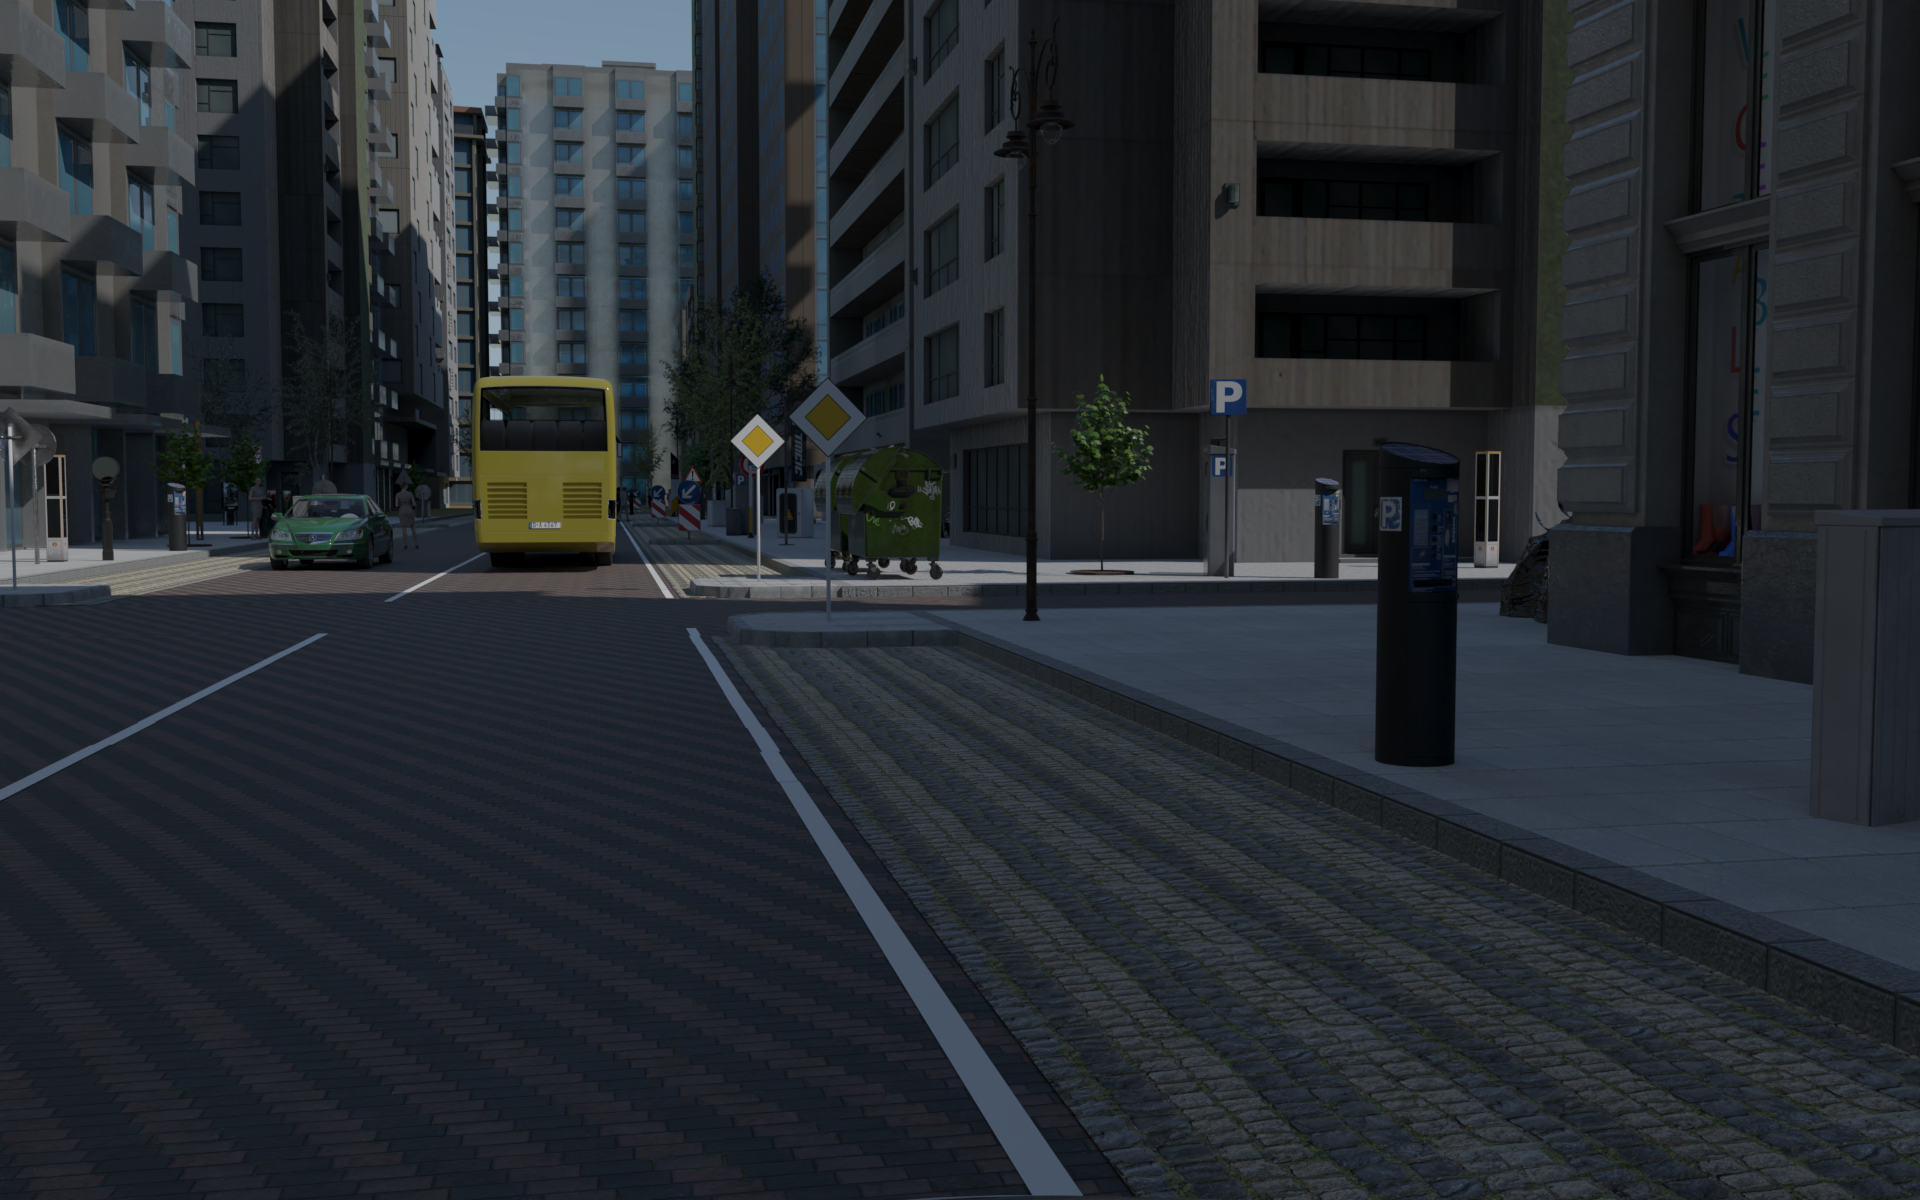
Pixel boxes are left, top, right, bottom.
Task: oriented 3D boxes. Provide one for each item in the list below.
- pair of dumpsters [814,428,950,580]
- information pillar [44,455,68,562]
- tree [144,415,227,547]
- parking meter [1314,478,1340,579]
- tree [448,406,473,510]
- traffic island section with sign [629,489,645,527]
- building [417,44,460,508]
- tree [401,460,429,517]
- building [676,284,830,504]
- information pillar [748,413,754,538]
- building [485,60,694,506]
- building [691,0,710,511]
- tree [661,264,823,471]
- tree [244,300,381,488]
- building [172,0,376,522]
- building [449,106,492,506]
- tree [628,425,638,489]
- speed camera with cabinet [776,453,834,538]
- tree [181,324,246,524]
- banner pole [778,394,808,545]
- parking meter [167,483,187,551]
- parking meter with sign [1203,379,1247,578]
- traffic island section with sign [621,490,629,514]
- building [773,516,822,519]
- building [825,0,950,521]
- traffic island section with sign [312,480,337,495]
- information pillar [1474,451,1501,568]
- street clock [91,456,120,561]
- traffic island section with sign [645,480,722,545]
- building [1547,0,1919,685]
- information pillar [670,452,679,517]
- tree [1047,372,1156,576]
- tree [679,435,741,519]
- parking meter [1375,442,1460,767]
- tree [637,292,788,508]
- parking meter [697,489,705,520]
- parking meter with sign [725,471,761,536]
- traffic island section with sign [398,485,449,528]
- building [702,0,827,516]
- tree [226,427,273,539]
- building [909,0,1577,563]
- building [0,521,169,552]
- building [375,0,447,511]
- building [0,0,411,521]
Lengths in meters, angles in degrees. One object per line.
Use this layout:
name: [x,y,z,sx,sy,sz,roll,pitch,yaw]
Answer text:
pair of dumpsters: [-1.287,-1.542,27.706,1.574,2.255,4.437,-1,4,-12]
information pillar: [-17.047,-1.723,32.655,0.304,2.012,0.304,-1,4,-12]
tree: [-18.956,-2.910,42.183,1.663,3.219,1.824,0,3,0]
parking meter: [5.590,-1.099,26.379,0.372,1.533,0.369,0,3,0]
tree: [-39.179,-11.602,140.058,4.737,8.622,4.395,0,3,0]
traffic island section with sign: [-13.394,-4.128,76.125,1.989,1.847,2.006,-1,4,-12]
building: [-53.670,-29.065,158.810,14.086,41.232,14.154,-1,4,-12]
tree: [-30.785,-6.290,97.446,1.663,3.219,1.824,0,3,0]
building: [-11.587,-19.257,159.896,27.650,21.520,28.899,-1,4,-12]
information pillar: [-6.108,-3.616,50.477,0.183,3.616,0.504,0,4,-7]
building: [-37.050,-35.175,194.712,30.456,49.044,23.786,-1,4,-12]
building: [-14.052,-27.724,136.885,14.154,41.232,14.086,-1,4,-12]
tree: [-8.623,-8.287,69.905,7.601,10.594,8.767,0,4,-1]
tree: [-24.444,-7.103,66.492,4.360,8.622,3.978,0,3,0]
building: [-37.188,-19.164,85.029,14.160,30.474,14.107,-1,4,-12]
building: [-65.875,-32.603,187.683,28.867,44.769,22.147,-1,4,-12]
tree: [-31.574,-13.717,174.630,4.737,8.622,4.395,0,3,0]
speed camera with cabinet: [-4.378,-3.425,50.333,2.038,3.252,0.660,2,4,32]
tree: [-31.564,-7.605,74.702,4.360,8.622,3.978,0,3,0]
banner pole: [-4.155,-3.254,43.220,0.863,3.779,0.401,2,4,29]
parking meter: [-17.633,-1.872,39.017,0.372,1.533,0.369,0,3,0]
parking meter with sign: [4.088,-1.888,27.137,0.543,3.016,1.738,0,4,2]
traffic island section with sign: [-23.497,-7.121,125.058,1.989,1.847,2.006,-1,4,-12]
building: [-7.577,-28.040,108.573,14.600,45.320,14.200,-1,4,-12]
building: [6.670,-27.140,67.443,21.300,48.544,21.600,-1,4,-12]
traffic island section with sign: [-17.397,-2.373,47.424,1.989,1.847,2.006,-1,4,-12]
information pillar: [9.133,-1.560,30.005,0.304,2.012,0.304,-2,4,-27]
street clock: [-16.430,-1.760,33.345,0.471,2.002,0.358,-1,4,-20]
traffic island section with sign: [-7.867,-2.492,49.374,1.989,1.847,2.006,-1,4,-12]
building: [11.598,-10.840,6.107,11.050,23.489,19.941,-1,4,-12]
information pillar: [-15.943,-6.448,96.773,0.504,3.616,0.183,-2,4,-35]
tree: [2.155,-2.019,27.610,1.663,3.219,1.824,0,3,0]
tree: [-12.772,-6.458,89.296,4.285,4.588,4.351,0,3,0]
parking meter: [2.183,0.009,8.270,0.372,1.533,0.369,0,3,0]
tree: [-8.420,-6.861,62.532,4.737,8.622,4.395,0,3,0]
parking meter: [-12.916,-4.771,86.418,0.372,1.533,0.369,0,3,0]
parking meter with sign: [-6.670,-3.525,53.887,0.543,3.016,1.738,2,4,24]
traffic island section with sign: [-22.848,-3.988,73.825,1.989,1.847,2.006,-1,4,-12]
building: [-10.789,-28.904,122.695,14.600,45.320,14.200,-1,4,-12]
tree: [-20.702,-3.384,49.934,1.663,3.219,1.824,0,3,0]
building: [6.961,-16.233,37.113,14.107,30.474,14.160,-1,4,-12]
building: [-32.289,-25.784,41.184,23.786,49.044,30.456,-1,4,-12]
building: [-55.645,-33.414,135.556,28.713,52.752,27.495,-1,4,-12]
building: [-47.797,-29.842,107.518,23.786,49.044,30.456,-1,4,-12]
